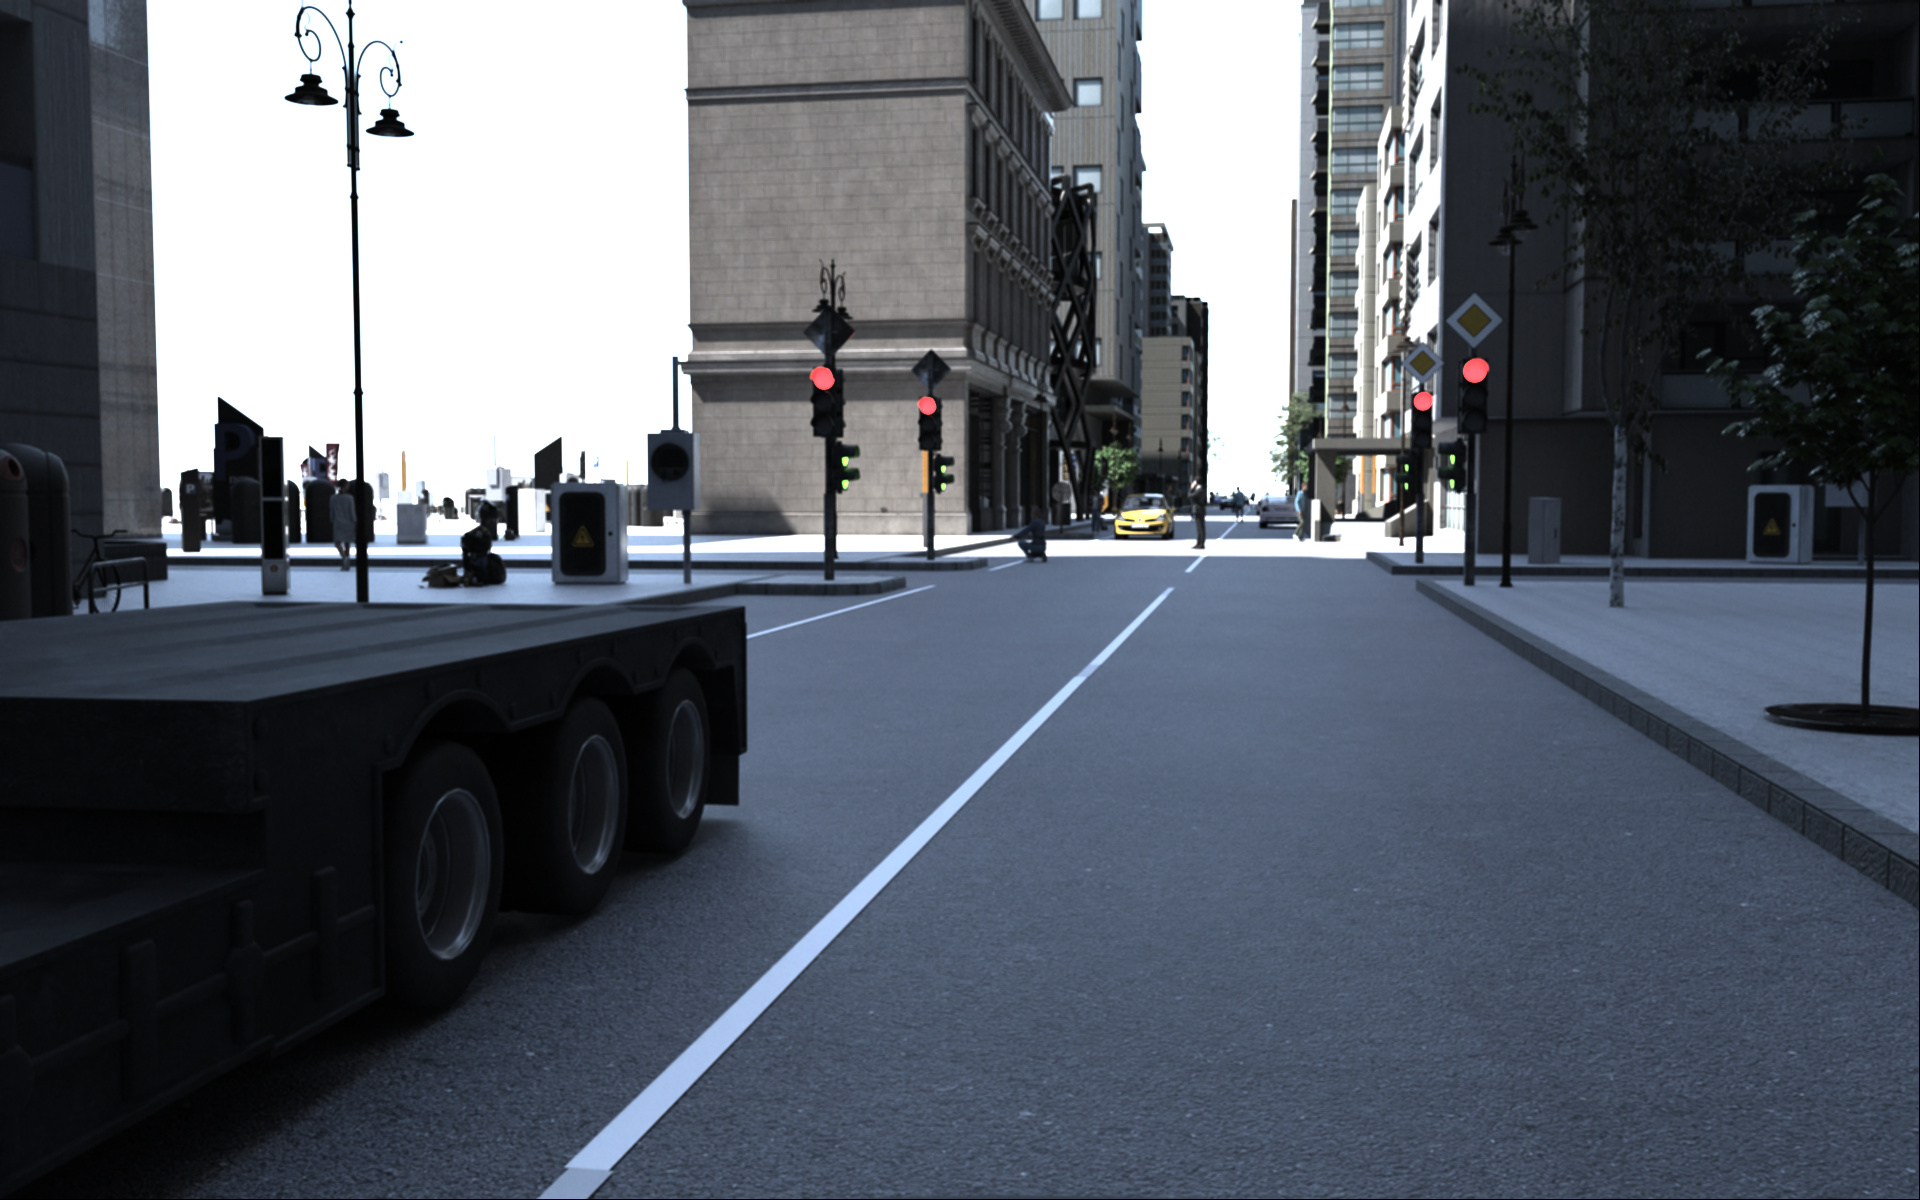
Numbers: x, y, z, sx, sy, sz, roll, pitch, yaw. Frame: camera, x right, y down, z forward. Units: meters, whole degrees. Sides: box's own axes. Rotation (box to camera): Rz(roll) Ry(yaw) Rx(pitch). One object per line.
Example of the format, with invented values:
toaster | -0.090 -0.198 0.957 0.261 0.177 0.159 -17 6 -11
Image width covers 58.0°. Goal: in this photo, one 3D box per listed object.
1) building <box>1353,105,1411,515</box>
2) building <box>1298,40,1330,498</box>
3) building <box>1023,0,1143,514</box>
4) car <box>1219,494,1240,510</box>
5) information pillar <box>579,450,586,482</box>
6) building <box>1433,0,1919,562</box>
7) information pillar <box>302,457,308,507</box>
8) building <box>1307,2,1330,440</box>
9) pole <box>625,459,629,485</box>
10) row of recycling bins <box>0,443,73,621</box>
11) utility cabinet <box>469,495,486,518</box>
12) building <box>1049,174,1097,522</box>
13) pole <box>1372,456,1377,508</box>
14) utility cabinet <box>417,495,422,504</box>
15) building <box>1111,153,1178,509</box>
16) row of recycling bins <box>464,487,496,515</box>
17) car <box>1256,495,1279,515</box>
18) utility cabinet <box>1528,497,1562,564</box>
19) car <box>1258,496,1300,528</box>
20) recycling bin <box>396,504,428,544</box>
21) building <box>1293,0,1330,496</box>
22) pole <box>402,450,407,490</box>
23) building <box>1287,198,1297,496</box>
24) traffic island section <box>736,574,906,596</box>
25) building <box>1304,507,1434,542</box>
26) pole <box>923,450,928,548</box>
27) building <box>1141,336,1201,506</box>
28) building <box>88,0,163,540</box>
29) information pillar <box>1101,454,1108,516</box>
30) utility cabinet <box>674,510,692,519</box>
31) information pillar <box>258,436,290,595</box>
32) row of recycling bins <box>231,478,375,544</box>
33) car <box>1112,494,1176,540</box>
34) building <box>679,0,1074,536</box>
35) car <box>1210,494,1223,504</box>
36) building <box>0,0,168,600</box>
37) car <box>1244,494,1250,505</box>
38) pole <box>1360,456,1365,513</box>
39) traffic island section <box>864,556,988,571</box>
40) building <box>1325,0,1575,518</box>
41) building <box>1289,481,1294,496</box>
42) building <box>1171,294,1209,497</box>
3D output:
building | 35.251 -14.935 89.230 27.650 21.520 28.899 1 4 10
building | 43.613 -51.912 161.425 22.319 86.520 31.000 1 4 10
building | -1.222 -32.668 123.355 28.713 52.752 27.495 1 4 10
car | 24.828 -9.135 159.146 2.009 1.686 4.222 1 4 12
information pillar | -19.776 -6.088 90.887 0.183 3.616 0.504 2 4 25
building | 17.532 -21.673 37.941 14.086 41.232 14.154 1 4 10
information pillar | -38.696 -6.805 102.617 0.504 3.616 0.183 -1 4 -14
building | 38.309 -29.269 133.174 22.147 44.769 28.867 1 4 10
pole | -19.459 -6.573 101.315 0.158 3.312 0.155 0 3 0
row of recycling bins | -7.468 -0.343 12.718 1.069 1.692 3.534 -1 4 -11
utility cabinet | -26.114 -5.061 93.907 1.020 1.237 0.306 1 4 23
building | -2.024 -13.186 83.037 16.820 18.784 16.811 1 4 10
pole | 18.725 -5.165 78.290 0.158 3.312 0.155 0 3 0
utility cabinet | -32.032 -5.605 102.808 0.306 1.237 1.020 -1 4 -12
building | 5.480 -29.448 173.358 32.217 40.220 23.993 1 4 10
row of recycling bins | -29.326 -6.054 106.101 1.069 1.692 3.534 0 4 7
car | 21.435 -6.546 119.381 2.083 1.381 4.827 1 4 12
utility cabinet | 10.811 -1.275 32.001 0.306 1.237 1.020 3 4 36
car | 13.803 -3.781 74.188 2.083 1.381 4.827 1 4 11
recycling bin | -14.195 -1.978 44.899 0.722 1.027 0.722 -1 4 -11
building | 51.011 -40.719 207.746 21.231 58.520 28.212 1 4 10
pole | -25.645 -5.267 79.951 0.158 3.312 0.155 0 3 0
building | 55.197 -36.913 253.641 14.600 45.320 14.200 1 4 10
traffic island section | -1.977 -0.224 25.942 2.009 0.180 2.903 1 4 10
building | 27.747 -22.213 55.067 32.217 40.220 23.993 1 4 10
pole | -0.788 -2.903 41.308 0.158 3.312 0.155 0 3 0
building | 14.208 -22.141 207.037 27.650 21.520 28.899 1 4 10
building | -34.049 -13.914 45.508 19.932 24.808 12.078 1 4 10
information pillar | 8.534 -6.792 102.406 0.504 3.616 0.183 -2 4 -28
utility cabinet | -13.871 -4.826 87.587 1.173 1.500 0.318 -1 4 -21
information pillar | -8.740 -1.076 22.081 0.304 2.012 0.304 -1 4 -14
row of recycling bins | -17.330 -2.364 45.761 3.534 1.692 1.069 -2 4 -27
car | 5.889 -2.750 55.184 2.015 1.641 3.980 1 4 10
building | -3.917 -12.438 54.275 10.553 20.767 40.483 1 4 10
car | 34.045 -13.434 229.236 1.945 1.707 3.694 1 4 12
building | -25.176 -29.097 17.731 28.212 58.520 21.231 1 4 10
car | 36.131 -12.930 221.184 2.009 1.686 4.222 1 4 11
pole | 21.489 -6.033 92.482 0.158 3.312 0.155 0 3 0
traffic island section | -0.592 -0.705 33.806 2.009 0.180 2.903 1 4 10
building | 31.051 -26.251 112.791 14.154 41.232 14.086 1 4 10
building | 60.969 -33.097 233.011 32.217 40.220 23.993 1 4 10
building | 28.685 -29.295 250.665 14.160 30.474 14.107 1 4 10
